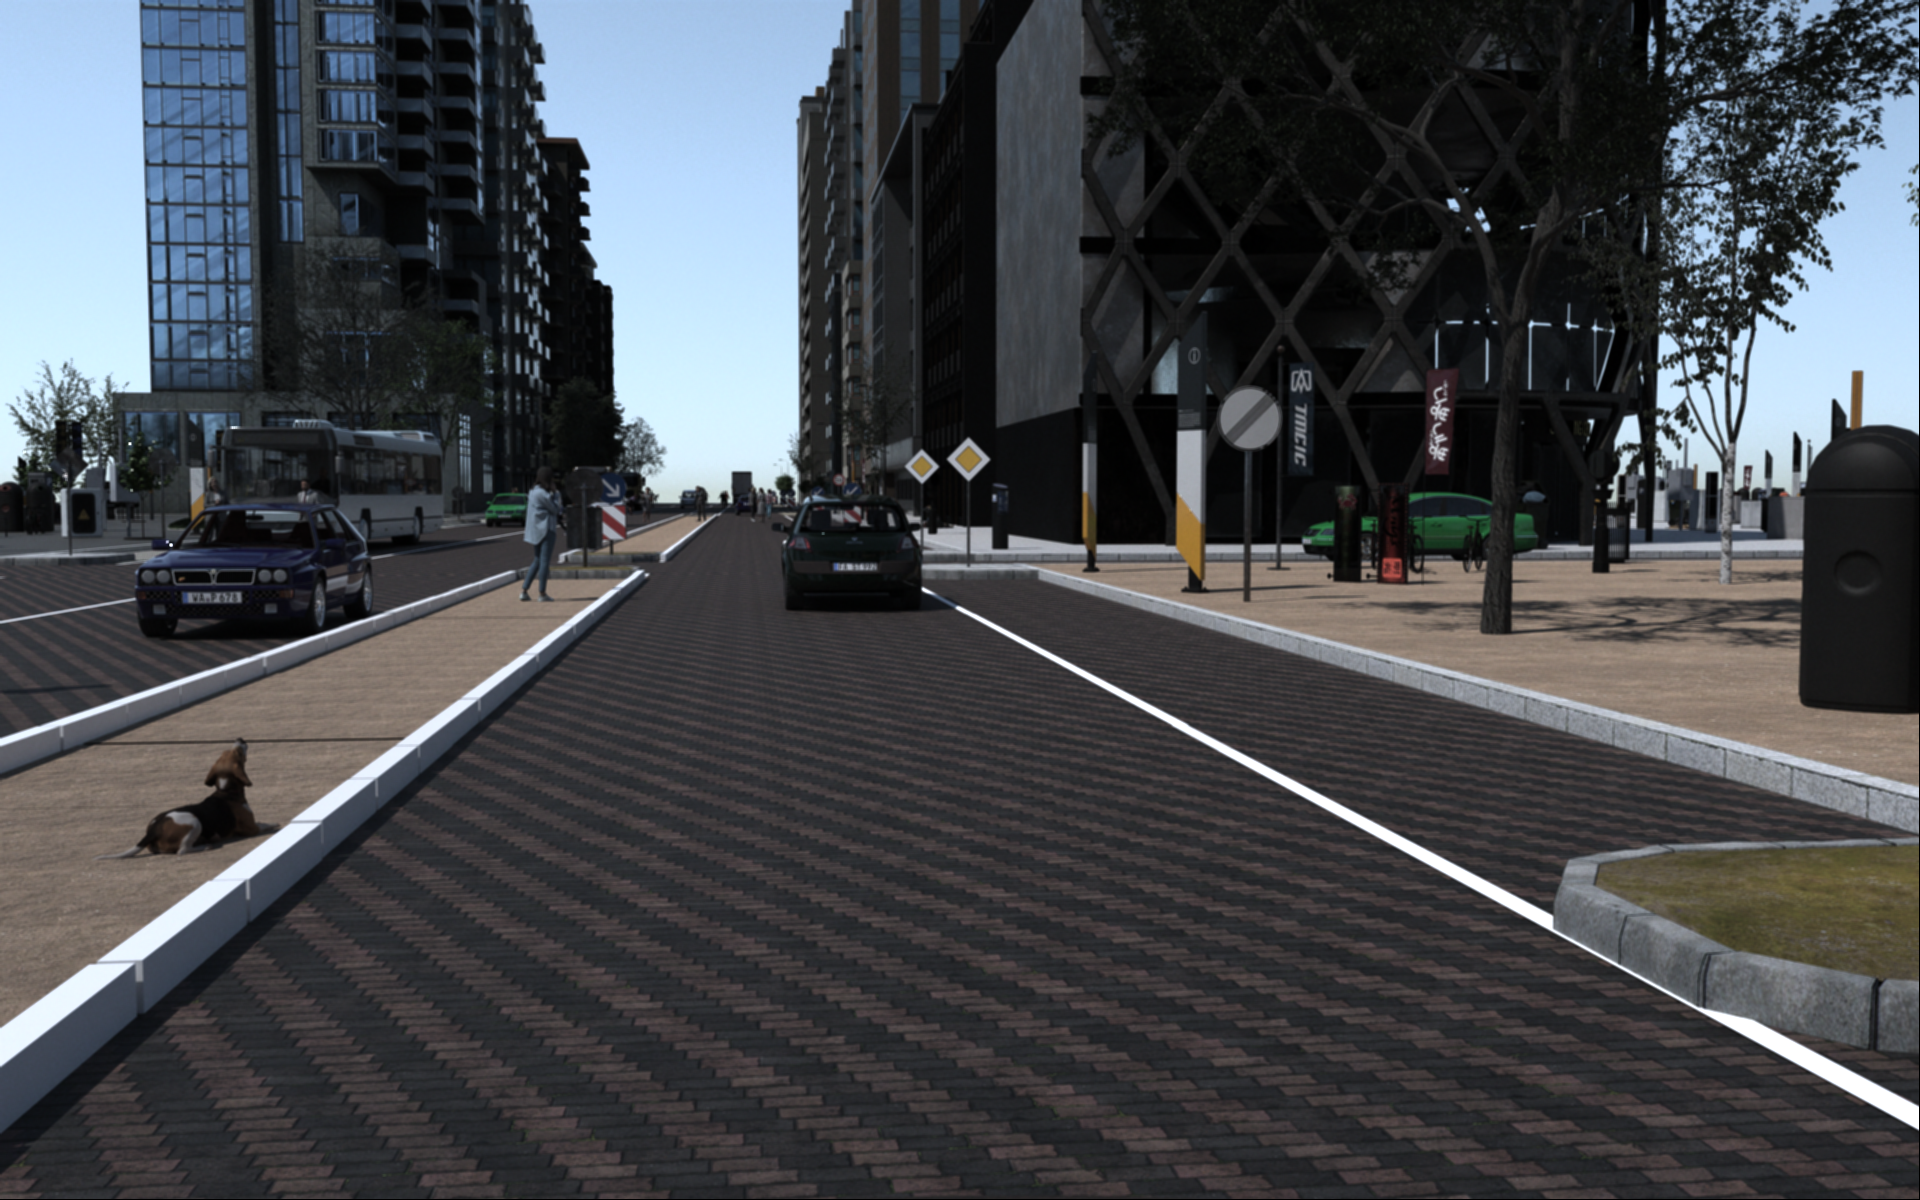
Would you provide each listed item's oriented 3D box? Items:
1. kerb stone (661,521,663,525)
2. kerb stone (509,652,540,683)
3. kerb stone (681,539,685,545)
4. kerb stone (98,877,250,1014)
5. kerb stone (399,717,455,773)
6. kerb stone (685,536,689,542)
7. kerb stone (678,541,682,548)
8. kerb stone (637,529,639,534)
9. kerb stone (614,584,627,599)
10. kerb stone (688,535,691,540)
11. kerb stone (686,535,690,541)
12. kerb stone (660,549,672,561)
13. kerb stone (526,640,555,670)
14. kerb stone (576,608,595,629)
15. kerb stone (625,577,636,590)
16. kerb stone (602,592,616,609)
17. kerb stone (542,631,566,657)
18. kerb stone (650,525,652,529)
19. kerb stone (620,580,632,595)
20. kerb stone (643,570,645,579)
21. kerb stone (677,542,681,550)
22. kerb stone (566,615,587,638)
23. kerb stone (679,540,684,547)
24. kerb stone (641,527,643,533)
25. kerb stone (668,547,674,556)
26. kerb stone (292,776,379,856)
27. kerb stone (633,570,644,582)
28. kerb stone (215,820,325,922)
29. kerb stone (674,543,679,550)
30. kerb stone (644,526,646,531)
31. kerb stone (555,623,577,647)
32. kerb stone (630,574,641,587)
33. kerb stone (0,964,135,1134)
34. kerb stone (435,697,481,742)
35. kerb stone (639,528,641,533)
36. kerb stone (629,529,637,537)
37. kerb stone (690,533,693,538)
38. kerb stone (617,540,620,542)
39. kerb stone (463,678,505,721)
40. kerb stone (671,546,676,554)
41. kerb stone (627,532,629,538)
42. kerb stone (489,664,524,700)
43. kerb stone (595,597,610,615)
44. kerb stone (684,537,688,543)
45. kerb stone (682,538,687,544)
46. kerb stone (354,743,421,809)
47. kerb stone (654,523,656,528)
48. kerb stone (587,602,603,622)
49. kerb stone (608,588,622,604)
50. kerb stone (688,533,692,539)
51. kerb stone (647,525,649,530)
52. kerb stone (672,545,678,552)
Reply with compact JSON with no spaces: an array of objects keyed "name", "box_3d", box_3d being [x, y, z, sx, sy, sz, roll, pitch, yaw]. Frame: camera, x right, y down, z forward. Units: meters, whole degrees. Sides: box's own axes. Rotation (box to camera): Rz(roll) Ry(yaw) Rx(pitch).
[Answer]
[{"name":"kerb stone","box_3d":[-13.556,-3.400,77.782,0.120,0.150,1.000,0,4,-7]},{"name":"kerb stone","box_3d":[-3.399,0.545,13.422,0.120,0.150,1.000,0,4,-7]},{"name":"kerb stone","box_3d":[-7.526,-1.484,46.487,0.120,0.150,1.000,0,4,-7]},{"name":"kerb stone","box_3d":[-2.371,1.036,5.259,0.120,0.150,1.000,0,4,-7]},{"name":"kerb stone","box_3d":[-2.885,0.786,9.347,0.120,0.150,1.000,0,4,-7]},{"name":"kerb stone","box_3d":[-7.908,-1.672,49.538,0.120,0.150,1.000,0,4,-7]},{"name":"kerb stone","box_3d":[-7.269,-1.361,44.459,0.120,0.150,1.000,0,4,-7]},{"name":"kerb stone","box_3d":[-11.390,-2.341,60.475,0.120,0.150,1.000,0,4,-7]},{"name":"kerb stone","box_3d":[-4.662,-0.086,23.598,0.120,0.150,1.000,0,4,-7]},{"name":"kerb stone","box_3d":[-8.162,-1.788,51.571,0.120,0.150,1.000,0,4,-7]},{"name":"kerb stone","box_3d":[-8.038,-1.735,50.556,0.120,0.150,1.000,0,4,-7]},{"name":"kerb stone","box_3d":[-6.505,-0.988,38.350,0.120,0.150,1.000,0,4,-7]},{"name":"kerb stone","box_3d":[-3.517,0.475,14.437,0.120,0.150,1.000,0,4,-7]},{"name":"kerb stone","box_3d":[-4.035,0.226,18.521,0.120,0.150,1.000,0,4,-7]},{"name":"kerb stone","box_3d":[-4.919,-0.210,25.634,0.120,0.150,1.000,0,4,-7]},{"name":"kerb stone","box_3d":[-4.409,0.039,21.564,0.120,0.150,1.000,0,4,-7]},{"name":"kerb stone","box_3d":[-3.649,0.412,15.454,0.120,0.150,1.000,0,4,-7]},{"name":"kerb stone","box_3d":[-12.407,-2.839,68.619,0.120,0.150,1.000,0,4,-7]},{"name":"kerb stone","box_3d":[-4.792,-0.148,24.619,0.120,0.150,1.000,0,4,-7]},{"name":"kerb stone","box_3d":[-5.309,-0.397,28.682,0.120,0.150,1.000,0,4,-7]},{"name":"kerb stone","box_3d":[-7.145,-1.300,43.445,0.120,0.150,1.000,0,4,-7]},{"name":"kerb stone","box_3d":[-3.901,0.287,17.497,0.120,0.150,1.000,0,4,-7]},{"name":"kerb stone","box_3d":[-7.394,-1.418,45.474,0.120,0.150,1.000,0,4,-7]},{"name":"kerb stone","box_3d":[-11.641,-2.467,62.523,0.120,0.150,1.000,0,4,-7]},{"name":"kerb stone","box_3d":[-6.637,-1.048,39.367,0.120,0.150,1.000,0,4,-7]},{"name":"kerb stone","box_3d":[-2.631,0.911,7.305,0.120,0.150,1.000,0,4,-7]},{"name":"kerb stone","box_3d":[-5.175,-0.335,27.669,0.120,0.150,1.000,0,4,-7]},{"name":"kerb stone","box_3d":[-2.496,0.977,6.279,0.120,0.150,1.000,0,4,-7]},{"name":"kerb stone","box_3d":[-7.029,-1.233,42.427,0.120,0.150,1.000,0,4,-7]},{"name":"kerb stone","box_3d":[-11.900,-2.591,64.552,0.120,0.150,1.000,0,4,-7]},{"name":"kerb stone","box_3d":[-3.780,0.354,16.471,0.120,0.150,1.000,0,4,-7]},{"name":"kerb stone","box_3d":[-5.044,-0.268,26.655,0.120,0.150,1.000,0,4,-7]},{"name":"kerb stone","box_3d":[-2.255,1.099,4.243,0.120,0.150,1.000,0,4,-7]},{"name":"kerb stone","box_3d":[-3.018,0.728,10.365,0.120,0.150,1.000,0,4,-7]},{"name":"kerb stone","box_3d":[-11.516,-2.404,61.501,0.120,0.150,1.000,0,4,-7]},{"name":"kerb stone","box_3d":[-11.261,-2.278,59.459,0.120,0.150,1.000,0,4,-7]},{"name":"kerb stone","box_3d":[-8.414,-1.921,53.611,0.120,0.150,1.000,0,4,-7]},{"name":"kerb stone","box_3d":[-10.249,-1.781,51.320,0.120,0.150,1.000,0,4,-7]},{"name":"kerb stone","box_3d":[-3.140,0.661,11.386,0.120,0.150,1.000,0,4,-7]},{"name":"kerb stone","box_3d":[-6.761,-1.110,40.388,0.120,0.150,1.000,0,4,-7]},{"name":"kerb stone","box_3d":[-10.751,-2.030,55.392,0.120,0.150,1.000,0,4,-7]},{"name":"kerb stone","box_3d":[-3.269,0.601,12.400,0.120,0.150,1.000,0,4,-7]},{"name":"kerb stone","box_3d":[-4.284,0.102,20.550,0.120,0.150,1.000,0,4,-7]},{"name":"kerb stone","box_3d":[-7.781,-1.607,48.515,0.120,0.150,1.000,0,4,-7]},{"name":"kerb stone","box_3d":[-7.646,-1.548,47.502,0.120,0.150,1.000,0,4,-7]},{"name":"kerb stone","box_3d":[-2.759,0.849,8.331,0.120,0.150,1.000,0,4,-7]},{"name":"kerb stone","box_3d":[-12.787,-3.024,71.669,0.120,0.150,1.000,0,4,-7]},{"name":"kerb stone","box_3d":[-4.156,0.163,19.536,0.120,0.150,1.000,0,4,-7]},{"name":"kerb stone","box_3d":[-4.541,-0.024,22.582,0.120,0.150,1.000,0,4,-7]},{"name":"kerb stone","box_3d":[-8.293,-1.859,52.584,0.120,0.150,1.000,0,4,-7]},{"name":"kerb stone","box_3d":[-12.155,-2.714,66.587,0.120,0.150,1.000,0,4,-7]},{"name":"kerb stone","box_3d":[-6.894,-1.172,41.408,0.120,0.150,1.000,0,4,-7]}]
